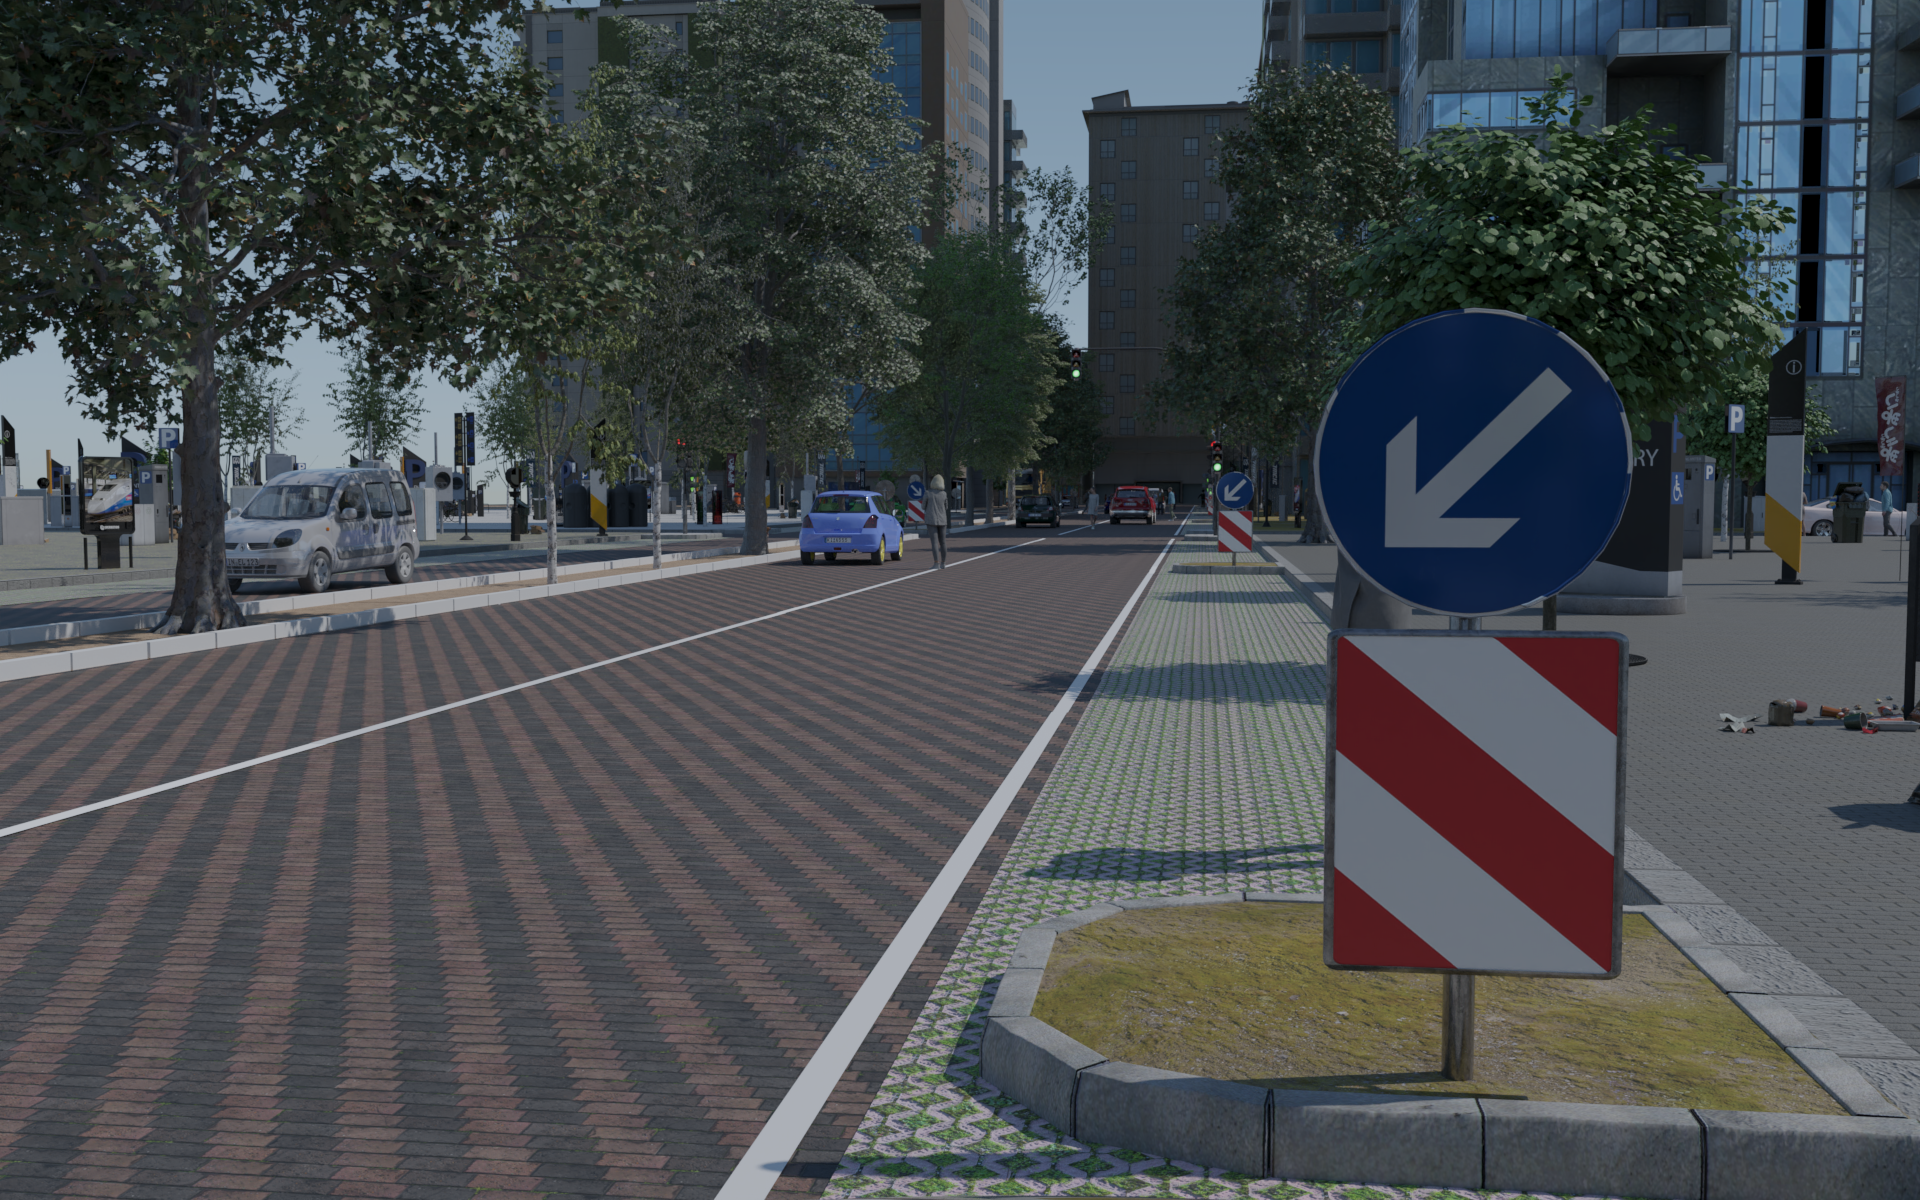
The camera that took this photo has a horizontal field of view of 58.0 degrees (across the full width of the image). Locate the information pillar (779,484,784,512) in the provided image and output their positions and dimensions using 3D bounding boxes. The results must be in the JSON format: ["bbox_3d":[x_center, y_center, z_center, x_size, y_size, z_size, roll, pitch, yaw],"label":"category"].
[{"bbox_3d":[-12.754,-7.297,123.802,0.304,2.012,0.304,-1,4,-20],"label":"information pillar"}]

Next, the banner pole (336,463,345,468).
[{"bbox_3d":[-50.238,-9.214,140.659,0.863,3.779,0.401,-1,4,-22],"label":"banner pole"}]

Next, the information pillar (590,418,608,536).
[{"bbox_3d":[-11.055,-3.771,53.011,0.504,3.616,0.183,-1,4,-16],"label":"information pillar"}]

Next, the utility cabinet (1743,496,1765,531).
[{"bbox_3d":[27.459,-2.973,59.771,1.020,1.237,0.306,-3,4,-36],"label":"utility cabinet"}]

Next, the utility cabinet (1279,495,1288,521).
[{"bbox_3d":[15.431,-4.366,82.544,0.306,1.237,1.020,1,4,19],"label":"utility cabinet"}]

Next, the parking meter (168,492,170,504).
[{"bbox_3d":[-53.088,-6.746,116.007,0.399,1.863,0.255,3,5,42],"label":"parking meter"}]

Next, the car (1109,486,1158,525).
[{"bbox_3d":[8.315,-4.554,83.131,2.281,1.827,5.304,1,4,9],"label":"car"}]

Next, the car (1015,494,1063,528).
[{"bbox_3d":[3.355,-3.936,74.141,2.009,1.686,4.222,0,4,7],"label":"car"}]

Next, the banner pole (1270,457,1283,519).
[{"bbox_3d":[16.523,-6.117,90.038,0.863,3.779,0.401,1,4,14],"label":"banner pole"}]

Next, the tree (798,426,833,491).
[{"bbox_3d":[-12.061,-11.414,136.983,4.737,8.622,4.395,0,3,0],"label":"tree"}]

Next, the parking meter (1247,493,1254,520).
[{"bbox_3d":[14.278,-4.857,85.123,0.255,1.863,0.399,0,4,-5],"label":"parking meter"}]

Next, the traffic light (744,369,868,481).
[{"bbox_3d":[-5.655,-5.426,63.383,4.771,5.953,1.251,0,4,8],"label":"traffic light"}]

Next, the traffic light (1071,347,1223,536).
[{"bbox_3d":[5.821,-4.825,53.558,4.771,5.953,1.251,0,4,8],"label":"traffic light"}]

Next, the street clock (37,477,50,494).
[{"bbox_3d":[-39.298,-4.264,74.283,0.471,2.002,0.358,-2,4,-35],"label":"street clock"}]

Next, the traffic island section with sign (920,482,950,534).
[{"bbox_3d":[-1.470,-3.328,62.551,2.006,1.907,1.989,0,4,8],"label":"traffic island section with sign"}]

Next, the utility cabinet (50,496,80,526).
[{"bbox_3d":[-35.556,-3.527,68.831,1.020,1.237,0.306,-1,4,-18],"label":"utility cabinet"}]

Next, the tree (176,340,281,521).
[{"bbox_3d":[-30.072,-7.373,70.913,4.737,8.622,4.395,0,3,0],"label":"tree"}]

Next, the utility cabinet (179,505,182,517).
[{"bbox_3d":[-43.427,-5.282,97.524,1.020,1.237,0.306,-3,5,-41],"label":"utility cabinet"}]

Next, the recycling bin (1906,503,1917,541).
[{"bbox_3d":[26.582,-2.146,47.641,0.722,1.027,0.722,-1,4,-16],"label":"recycling bin"}]

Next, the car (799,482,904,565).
[{"bbox_3d":[-2.219,-1.632,36.267,1.945,1.707,3.694,0,4,7],"label":"car"}]

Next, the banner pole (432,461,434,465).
[{"bbox_3d":[-39.162,-8.534,129.545,0.401,3.779,0.863,3,5,39],"label":"banner pole"}]

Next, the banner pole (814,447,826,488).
[{"bbox_3d":[-6.900,-5.794,84.746,0.863,3.779,0.401,2,4,28],"label":"banner pole"}]

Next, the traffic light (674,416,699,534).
[{"bbox_3d":[-8.846,-4.086,55.729,0.839,4.253,0.868,0,4,8],"label":"traffic light"}]

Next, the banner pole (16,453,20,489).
[{"bbox_3d":[-60.891,-7.443,111.714,0.863,3.779,0.401,2,4,23],"label":"banner pole"}]

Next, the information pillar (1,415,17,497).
[{"bbox_3d":[-28.277,-3.679,51.513,0.183,3.616,0.504,1,4,10],"label":"information pillar"}]

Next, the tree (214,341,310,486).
[{"bbox_3d":[-31.910,-7.829,78.360,4.360,8.622,3.978,0,3,0],"label":"tree"}]

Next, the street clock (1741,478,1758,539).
[{"bbox_3d":[22.740,-2.770,49.861,0.358,2.002,0.471,-3,5,-43],"label":"street clock"}]

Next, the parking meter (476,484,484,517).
[{"bbox_3d":[-27.042,-5.620,97.594,0.399,1.863,0.255,-1,4,-14],"label":"parking meter"}]

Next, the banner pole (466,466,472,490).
[{"bbox_3d":[-39.802,-9.210,140.597,0.401,3.779,0.863,1,4,20],"label":"banner pole"}]

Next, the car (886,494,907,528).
[{"bbox_3d":[-3.225,-3.597,67.603,1.959,1.807,4.718,0,4,8],"label":"car"}]

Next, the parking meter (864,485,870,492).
[{"bbox_3d":[-6.193,-6.703,115.297,0.399,1.863,0.255,-2,4,-27],"label":"parking meter"}]

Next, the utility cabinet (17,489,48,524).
[{"bbox_3d":[-38.764,-3.890,72.273,1.173,1.500,0.318,-1,4,-22],"label":"utility cabinet"}]

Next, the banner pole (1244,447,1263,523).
[{"bbox_3d":[13.289,-5.368,77.776,0.401,3.779,0.863,-2,4,-24],"label":"banner pole"}]

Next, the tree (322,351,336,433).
[{"bbox_3d":[-23.416,-7.257,69.016,4.737,8.622,4.395,0,3,0],"label":"tree"}]

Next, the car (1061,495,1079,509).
[{"bbox_3d":[10.852,-9.798,172.771,1.945,1.354,3.894,1,4,9],"label":"car"}]

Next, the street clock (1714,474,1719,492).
[{"bbox_3d":[18.749,-2.380,43.477,0.471,2.002,0.358,-1,4,-9],"label":"street clock"}]

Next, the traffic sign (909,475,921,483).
[{"bbox_3d":[-2.941,-6.881,112.616,0.768,2.556,0.104,1,4,15],"label":"traffic sign"}]

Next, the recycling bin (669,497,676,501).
[{"bbox_3d":[-23.622,-7.865,141.151,0.722,1.027,0.722,2,4,31],"label":"recycling bin"}]

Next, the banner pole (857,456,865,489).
[{"bbox_3d":[-6.570,-7.615,114.521,0.863,3.779,0.401,-3,5,-43],"label":"banner pole"}]

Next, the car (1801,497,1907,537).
[{"bbox_3d":[28.320,-2.587,54.660,4.827,1.381,2.083,0,4,6],"label":"car"}]

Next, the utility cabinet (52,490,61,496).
[{"bbox_3d":[-45.009,-4.741,86.199,1.173,1.500,0.318,2,4,29],"label":"utility cabinet"}]

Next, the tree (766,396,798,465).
[{"bbox_3d":[-12.799,-9.611,107.506,4.737,8.622,4.395,0,3,0],"label":"tree"}]

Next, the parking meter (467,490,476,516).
[{"bbox_3d":[-32.095,-6.468,114.155,0.372,1.533,0.369,0,3,0],"label":"parking meter"}]

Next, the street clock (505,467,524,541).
[{"bbox_3d":[-12.114,-2.604,47.141,0.358,2.002,0.471,3,4,37],"label":"street clock"}]

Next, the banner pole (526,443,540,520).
[{"bbox_3d":[-20.768,-5.779,84.508,0.863,3.779,0.401,-2,4,-29],"label":"banner pole"}]

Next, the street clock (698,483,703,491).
[{"bbox_3d":[-17.347,-6.797,115.701,0.358,2.002,0.471,-2,4,-28],"label":"street clock"}]

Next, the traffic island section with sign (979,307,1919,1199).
[{"bbox_3d":[1.094,0.253,4.493,1.989,1.847,2.006,0,4,8],"label":"traffic island section with sign"}]

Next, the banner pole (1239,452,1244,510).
[{"bbox_3d":[16.868,-6.904,102.905,0.863,3.779,0.401,0,4,4],"label":"banner pole"}]

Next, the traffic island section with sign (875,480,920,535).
[{"bbox_3d":[-2.507,-2.880,55.217,2.006,1.907,1.989,0,4,8],"label":"traffic island section with sign"}]

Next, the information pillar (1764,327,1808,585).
[{"bbox_3d":[11.715,-2.031,24.554,0.504,3.616,0.183,3,4,36],"label":"information pillar"}]

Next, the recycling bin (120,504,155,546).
[{"bbox_3d":[-20.619,-1.873,43.175,0.722,1.027,0.722,1,4,21],"label":"recycling bin"}]

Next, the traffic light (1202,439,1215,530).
[{"bbox_3d":[9.012,-4.428,61.317,0.839,4.253,0.868,0,4,8],"label":"traffic light"}]

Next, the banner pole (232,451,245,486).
[{"bbox_3d":[-40.938,-6.632,98.448,0.863,3.779,0.401,-3,4,-36],"label":"banner pole"}]

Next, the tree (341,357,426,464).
[{"bbox_3d":[-29.928,-8.499,89.314,4.360,8.622,3.978,0,3,0],"label":"tree"}]

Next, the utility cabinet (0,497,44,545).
[{"bbox_3d":[-23.841,-2.005,43.947,0.306,1.237,1.020,3,5,40],"label":"utility cabinet"}]

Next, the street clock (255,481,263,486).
[{"bbox_3d":[-40.275,-5.810,99.570,0.358,2.002,0.471,1,4,9],"label":"street clock"}]

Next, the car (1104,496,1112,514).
[{"bbox_3d":[11.463,-6.944,126.109,1.945,1.354,3.894,1,4,9],"label":"car"}]

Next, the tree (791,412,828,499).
[{"bbox_3d":[-9.770,-9.050,98.332,4.360,8.622,3.978,0,3,0],"label":"tree"}]

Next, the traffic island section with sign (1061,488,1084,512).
[{"bbox_3d":[8.939,-7.880,136.968,2.006,1.907,1.989,0,4,8],"label":"traffic island section with sign"}]
